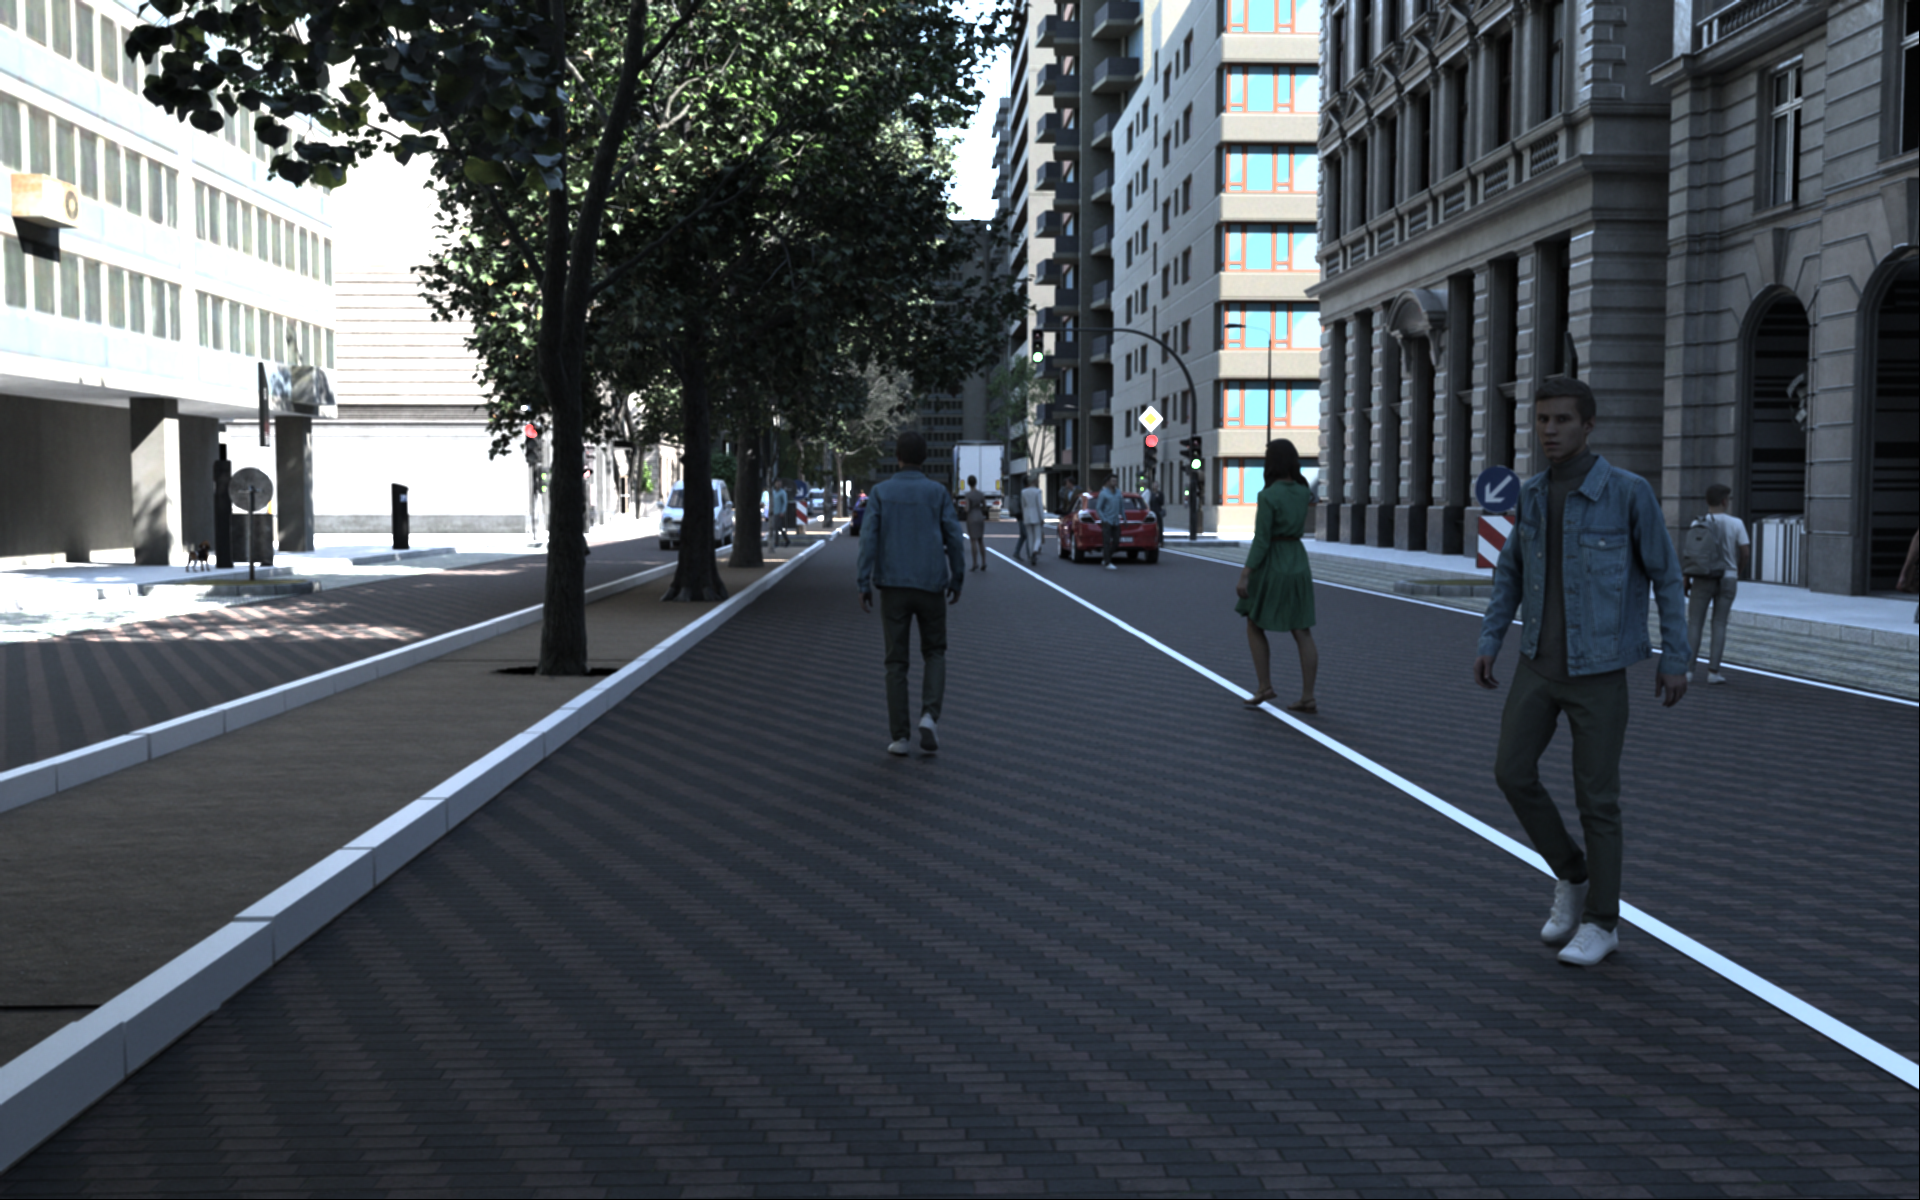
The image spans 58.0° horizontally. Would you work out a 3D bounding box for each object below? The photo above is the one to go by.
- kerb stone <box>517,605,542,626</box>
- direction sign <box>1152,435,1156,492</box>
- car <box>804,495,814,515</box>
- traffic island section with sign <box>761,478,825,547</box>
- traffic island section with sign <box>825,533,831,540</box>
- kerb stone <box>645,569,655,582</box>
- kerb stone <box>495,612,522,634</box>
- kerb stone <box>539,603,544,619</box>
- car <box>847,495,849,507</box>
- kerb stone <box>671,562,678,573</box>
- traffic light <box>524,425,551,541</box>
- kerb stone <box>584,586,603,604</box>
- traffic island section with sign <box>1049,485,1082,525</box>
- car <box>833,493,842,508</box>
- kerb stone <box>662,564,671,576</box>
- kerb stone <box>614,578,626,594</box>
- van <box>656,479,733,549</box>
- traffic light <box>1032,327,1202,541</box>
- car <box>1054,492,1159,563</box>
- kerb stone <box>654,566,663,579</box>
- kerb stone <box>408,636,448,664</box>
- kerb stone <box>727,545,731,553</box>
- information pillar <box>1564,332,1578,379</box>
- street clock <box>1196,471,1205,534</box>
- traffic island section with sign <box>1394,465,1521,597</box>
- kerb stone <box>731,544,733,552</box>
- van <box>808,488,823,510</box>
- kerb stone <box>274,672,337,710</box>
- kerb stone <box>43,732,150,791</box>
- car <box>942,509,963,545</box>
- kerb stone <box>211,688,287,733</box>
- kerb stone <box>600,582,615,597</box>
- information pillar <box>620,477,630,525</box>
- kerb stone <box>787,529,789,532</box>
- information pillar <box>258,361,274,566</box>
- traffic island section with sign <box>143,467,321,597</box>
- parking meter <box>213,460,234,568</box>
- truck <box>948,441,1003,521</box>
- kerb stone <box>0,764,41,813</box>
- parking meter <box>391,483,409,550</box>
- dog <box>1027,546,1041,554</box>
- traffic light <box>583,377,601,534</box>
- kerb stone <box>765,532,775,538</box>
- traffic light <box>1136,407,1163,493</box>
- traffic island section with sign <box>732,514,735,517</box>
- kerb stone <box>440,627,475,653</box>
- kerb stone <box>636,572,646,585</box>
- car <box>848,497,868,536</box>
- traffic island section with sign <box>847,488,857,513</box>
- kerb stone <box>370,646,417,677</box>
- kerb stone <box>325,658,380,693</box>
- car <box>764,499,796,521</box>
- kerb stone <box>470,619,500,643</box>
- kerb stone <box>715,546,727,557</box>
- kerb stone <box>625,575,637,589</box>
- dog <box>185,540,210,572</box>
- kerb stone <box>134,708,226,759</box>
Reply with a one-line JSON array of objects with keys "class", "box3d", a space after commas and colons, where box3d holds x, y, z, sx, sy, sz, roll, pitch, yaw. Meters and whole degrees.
[{"class": "kerb stone", "box3d": [-4.780, 0.195, 19.009, 0.120, 0.150, 1.000, 0, 4, -2]}, {"class": "direction sign", "box3d": [7.429, -4.564, 66.611, 0.379, 3.537, 0.876, 1, 4, 17]}, {"class": "car", "box3d": [-10.907, -6.463, 117.677, 2.014, 1.417, 4.499, 0, 4, -2]}, {"class": "traffic island section with sign", "box3d": [-4.847, -2.417, 47.657, 2.006, 1.907, 1.989, 0, 4, -2]}, {"class": "traffic island section with sign", "box3d": [-5.127, -2.870, 55.059, 2.006, 1.907, 1.989, 0, 4, -2]}, {"class": "kerb stone", "box3d": [-5.143, -0.369, 28.234, 0.120, 0.150, 1.000, 0, 4, -2]}, {"class": "kerb stone", "box3d": [-4.742, 0.257, 17.988, 0.120, 0.150, 1.000, 0, 4, -2]}, {"class": "kerb stone", "box3d": [-4.821, 0.132, 20.030, 0.120, 0.150, 1.000, 0, 4, -2]}, {"class": "car", "box3d": [-12.499, -10.541, 184.713, 2.083, 1.381, 4.827, 0, 4, -2]}, {"class": "kerb stone", "box3d": [-5.256, -0.557, 31.308, 0.120, 0.150, 1.000, 0, 4, -2]}, {"class": "traffic light", "box3d": [-11.540, -3.554, 47.028, 0.839, 4.253, 0.868, 0, 4, -2]}, {"class": "kerb stone", "box3d": [-4.939, -0.056, 23.106, 0.120, 0.150, 1.000, 0, 4, -2]}, {"class": "traffic island section with sign", "box3d": [5.177, -4.391, 80.418, 1.989, 1.847, 2.006, 0, 4, -2]}, {"class": "car", "box3d": [-11.271, -8.891, 154.402, 2.155, 1.783, 4.494, 0, 4, -4]}, {"class": "kerb stone", "box3d": [-5.224, -0.495, 30.282, 0.120, 0.150, 1.000, 0, 4, -2]}, {"class": "kerb stone", "box3d": [-5.024, -0.178, 25.161, 0.120, 0.150, 1.000, 0, 4, -2]}, {"class": "van", "box3d": [-7.013, -2.395, 46.177, 2.013, 2.044, 4.112, 0, 4, -2]}, {"class": "traffic light", "box3d": [4.321, -4.456, 47.520, 4.771, 5.953, 1.251, 0, 4, -2]}, {"class": "car", "box3d": [3.152, -1.735, 37.405, 2.155, 1.783, 4.494, 0, 4, -3]}, {"class": "kerb stone", "box3d": [-5.184, -0.431, 29.261, 0.120, 0.150, 1.000, 0, 4, -2]}, {"class": "kerb stone", "box3d": [-4.620, 0.445, 14.912, 0.120, 0.150, 1.000, 0, 4, -2]}, {"class": "kerb stone", "box3d": [-5.665, -1.185, 41.563, 0.120, 0.150, 1.000, 0, 4, -2]}, {"class": "information pillar", "box3d": [8.754, -2.053, 24.915, 0.183, 3.616, 0.504, 0, 4, 6]}, {"class": "street clock", "box3d": [7.647, -3.095, 55.174, 0.358, 2.002, 0.471, 0, 4, -3]}, {"class": "traffic island section with sign", "box3d": [7.348, -0.993, 24.869, 1.989, 1.847, 2.006, 0, 4, -2]}, {"class": "kerb stone", "box3d": [-5.703, -1.247, 42.585, 0.120, 0.150, 1.000, 0, 4, -2]}, {"class": "van", "box3d": [-10.543, -7.436, 128.595, 2.013, 2.044, 4.112, 0, 4, -1]}, {"class": "kerb stone", "box3d": [-4.499, 0.633, 11.841, 0.120, 0.150, 1.000, 0, 4, -2]}, {"class": "kerb stone", "box3d": [-4.386, 0.826, 8.762, 0.120, 0.150, 1.000, 0, 4, -2]}, {"class": "car", "box3d": [-0.908, -2.052, 43.335, 2.009, 1.686, 4.222, 0, 4, -2]}, {"class": "kerb stone", "box3d": [-4.455, 0.696, 10.817, 0.120, 0.150, 1.000, 0, 4, -2]}, {"class": "kerb stone", "box3d": [-4.985, -0.118, 24.130, 0.120, 0.150, 1.000, 0, 4, -2]}, {"class": "information pillar", "box3d": [-14.052, -4.164, 72.579, 0.304, 2.012, 0.304, 1, 4, 14]}, {"class": "kerb stone", "box3d": [-6.560, -2.592, 64.608, 0.120, 0.150, 1.000, 0, 4, -2]}, {"class": "information pillar", "box3d": [-12.380, -2.416, 30.863, 0.183, 3.616, 0.504, -1, 4, -11]}, {"class": "traffic island section with sign", "box3d": [-10.391, -1.001, 24.988, 1.989, 1.847, 2.006, 0, 4, -2]}, {"class": "parking meter", "box3d": [-12.759, -1.485, 29.996, 0.255, 1.863, 0.399, -2, 4, -30]}, {"class": "truck", "box3d": [0.882, -6.610, 96.979, 2.839, 4.237, 11.283, 0, 4, -2]}, {"class": "kerb stone", "box3d": [-4.342, 0.884, 7.739, 0.120, 0.150, 1.000, 0, 4, -2]}, {"class": "parking meter", "box3d": [-12.963, -1.939, 40.116, 0.372, 1.533, 0.369, 0, 3, 0]}, {"class": "dog", "box3d": [1.871, -1.513, 41.579, 0.800, 0.831, 0.513, -2, 4, -35]}, {"class": "traffic light", "box3d": [-9.765, -4.921, 55.123, 4.771, 5.953, 1.251, 0, 4, -2]}, {"class": "kerb stone", "box3d": [-6.292, -2.154, 57.437, 0.120, 0.150, 1.000, 0, 4, -2]}, {"class": "traffic light", "box3d": [6.095, -4.086, 55.722, 0.839, 4.253, 0.868, 0, 4, -2]}, {"class": "traffic island section with sign", "box3d": [-13.619, -6.056, 107.648, 1.989, 1.847, 2.006, 0, 4, -2]}, {"class": "kerb stone", "box3d": [-4.666, 0.383, 15.933, 0.120, 0.150, 1.000, 0, 4, -2]}, {"class": "kerb stone", "box3d": [-5.098, -0.307, 27.209, 0.120, 0.150, 1.000, 0, 4, -2]}, {"class": "car", "box3d": [-2.962, -2.946, 60.748, 1.945, 1.354, 3.894, 0, 4, -2]}, {"class": "traffic island section with sign", "box3d": [-8.072, -7.462, 130.140, 2.006, 1.907, 1.989, 0, 4, -2]}, {"class": "kerb stone", "box3d": [-4.578, 0.508, 13.889, 0.120, 0.150, 1.000, 0, 4, -2]}, {"class": "kerb stone", "box3d": [-4.540, 0.571, 12.863, 0.120, 0.150, 1.000, 0, 4, -2]}, {"class": "car", "box3d": [-9.357, -5.017, 91.613, 1.945, 1.707, 3.694, 0, 4, -1]}, {"class": "kerb stone", "box3d": [-4.707, 0.324, 16.964, 0.120, 0.150, 1.000, 0, 4, -2]}, {"class": "kerb stone", "box3d": [-5.612, -1.121, 40.529, 0.120, 0.150, 1.000, 0, 4, -2]}, {"class": "kerb stone", "box3d": [-5.060, -0.244, 26.184, 0.120, 0.150, 1.000, 0, 4, -2]}, {"class": "dog", "box3d": [-12.630, -0.726, 28.699, 0.406, 0.507, 0.540, -2, 4, -28]}, {"class": "kerb stone", "box3d": [-4.419, 0.759, 9.789, 0.120, 0.150, 1.000, 0, 4, -2]}]
